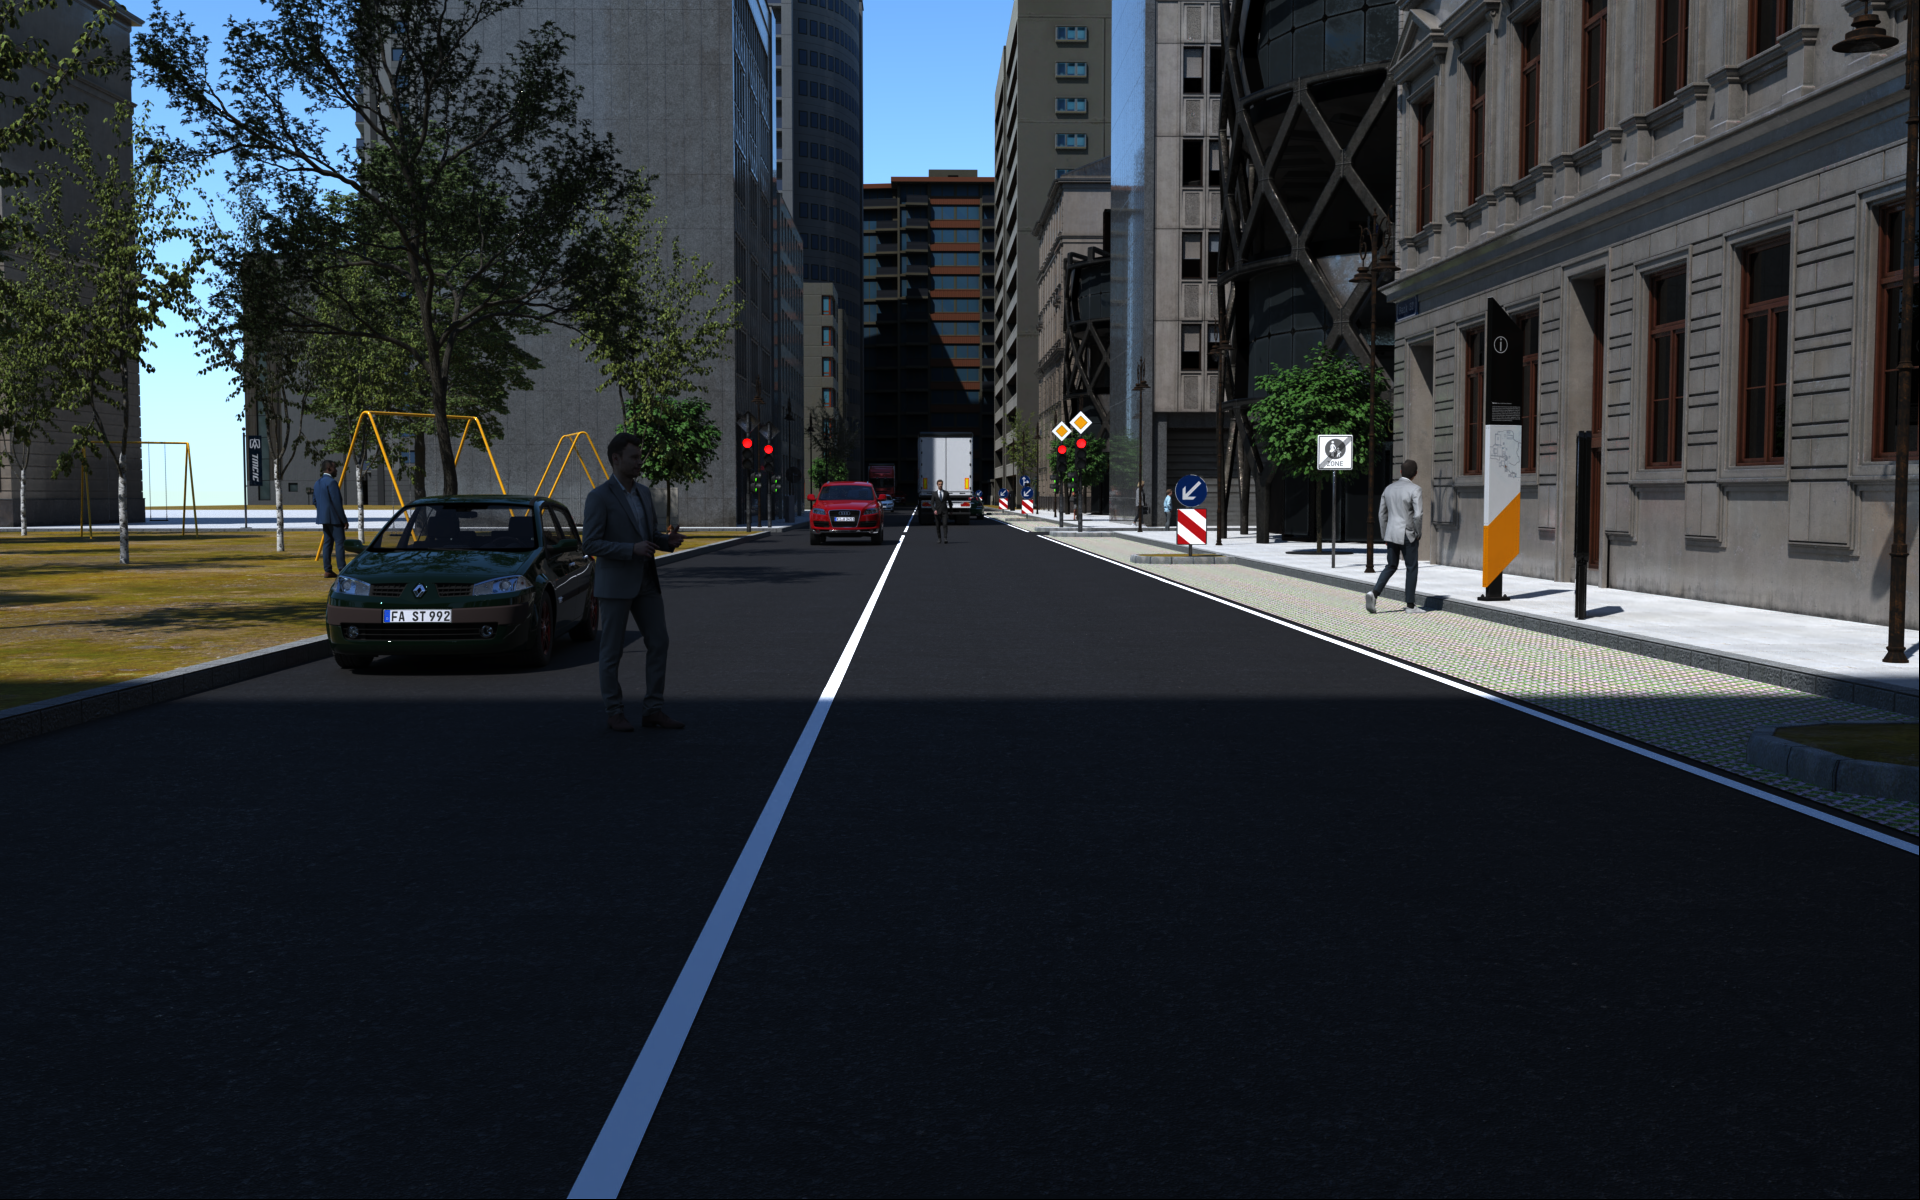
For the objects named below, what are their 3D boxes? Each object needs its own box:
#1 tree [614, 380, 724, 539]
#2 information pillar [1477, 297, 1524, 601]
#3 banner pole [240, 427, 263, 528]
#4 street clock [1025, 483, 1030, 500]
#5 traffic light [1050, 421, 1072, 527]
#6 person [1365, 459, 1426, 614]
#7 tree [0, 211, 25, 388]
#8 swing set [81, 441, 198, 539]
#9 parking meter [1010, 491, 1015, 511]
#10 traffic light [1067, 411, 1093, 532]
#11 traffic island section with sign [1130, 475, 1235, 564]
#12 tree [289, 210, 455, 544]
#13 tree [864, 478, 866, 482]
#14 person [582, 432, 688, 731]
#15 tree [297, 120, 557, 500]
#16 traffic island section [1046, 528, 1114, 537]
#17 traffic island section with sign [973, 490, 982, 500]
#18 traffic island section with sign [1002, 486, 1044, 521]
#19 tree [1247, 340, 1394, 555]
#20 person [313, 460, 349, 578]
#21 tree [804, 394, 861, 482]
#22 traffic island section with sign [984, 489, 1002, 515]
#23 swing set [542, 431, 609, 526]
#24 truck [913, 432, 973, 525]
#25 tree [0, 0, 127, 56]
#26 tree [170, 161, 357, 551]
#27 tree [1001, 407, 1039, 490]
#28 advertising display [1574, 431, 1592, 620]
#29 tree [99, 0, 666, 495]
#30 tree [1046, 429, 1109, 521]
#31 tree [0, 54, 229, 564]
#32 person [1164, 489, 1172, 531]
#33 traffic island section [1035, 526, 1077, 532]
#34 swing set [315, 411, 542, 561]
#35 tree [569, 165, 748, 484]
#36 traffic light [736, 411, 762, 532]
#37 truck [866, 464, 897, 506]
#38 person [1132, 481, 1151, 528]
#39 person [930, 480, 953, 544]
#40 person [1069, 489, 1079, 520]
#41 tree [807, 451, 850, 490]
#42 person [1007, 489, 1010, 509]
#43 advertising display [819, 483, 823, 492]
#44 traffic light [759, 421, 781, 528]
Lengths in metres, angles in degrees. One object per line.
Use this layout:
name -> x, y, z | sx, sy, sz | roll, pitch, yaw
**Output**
tree -> -8.409, -4.038, 49.740 | 4.285, 4.588, 4.351 | 0, 3, 0
information pillar -> 6.504, -1.799, 20.775 | 0.504, 3.616, 0.183 | -1, 4, -22
banner pole -> -26.626, -4.590, 65.071 | 0.863, 3.779, 0.401 | -1, 4, -9
street clock -> 4.497, -6.763, 115.149 | 0.358, 2.002, 0.471 | 1, 4, 17
traffic light -> 3.882, -4.748, 66.543 | 0.839, 4.253, 0.868 | 0, 4, -1
person -> 5.218, -0.750, 20.603 | 0.795, 1.843, 0.661 | -2, 4, -33
tree -> -27.784, -7.721, 44.363 | 7.486, 12.596, 7.792 | 0, 3, 0
swing set -> -24.389, -3.304, 51.642 | 3.119, 2.851, 2.862 | -2, 4, -32
parking meter -> 4.025, -7.593, 132.554 | 0.372, 1.533, 0.369 | 0, 3, 0
traffic light -> 4.054, -4.259, 58.560 | 0.839, 4.253, 0.868 | 0, 4, -1
traffic island section with sign -> 4.588, -1.677, 36.042 | 1.989, 1.847, 2.006 | 0, 4, -1
tree -> -15.320, -5.748, 44.350 | 4.737, 8.622, 4.395 | 0, 3, 0
tree -> -11.187, -12.628, 201.071 | 1.663, 3.219, 1.824 | 0, 3, 0
person -> -1.949, -0.109, 10.476 | 0.583, 1.804, 0.606 | 2, 4, 28
tree -> -16.159, -8.246, 52.941 | 7.486, 12.596, 7.792 | 0, 3, 0
traffic island section -> 4.094, -2.226, 58.674 | 2.009, 0.180, 2.903 | 0, 4, -1
traffic island section with sign -> 1.721, -9.804, 168.927 | 1.989, 1.847, 2.006 | 0, 4, -1
traffic island section with sign -> 3.391, -5.053, 91.251 | 1.989, 1.847, 2.006 | 0, 4, -1
tree -> 7.807, -3.270, 37.182 | 4.285, 4.588, 4.351 | 0, 3, 0
person -> -9.587, -1.237, 26.452 | 0.721, 1.800, 0.419 | 2, 4, 32
tree -> -9.304, -10.698, 125.266 | 4.360, 8.622, 3.978 | 0, 3, 0
traffic island section with sign -> 2.817, -6.716, 118.427 | 1.989, 1.847, 2.006 | 0, 4, -1
swing set -> -9.964, -2.883, 44.751 | 2.862, 2.851, 3.119 | -1, 4, -21
truck -> -0.823, -5.811, 83.922 | 2.839, 4.237, 11.283 | 0, 4, -2
tree -> -9.818, -3.950, 14.944 | 4.737, 8.622, 4.395 | 0, 3, 0
tree -> -15.197, -5.383, 38.377 | 4.360, 8.622, 3.978 | 0, 3, 0
tree -> 5.399, -11.914, 145.158 | 4.737, 8.622, 4.395 | 0, 3, 0
advertising display -> 6.480, -0.785, 18.045 | 0.123, 1.923, 0.974 | 1, 4, 18
tree -> -7.896, -5.594, 25.871 | 7.601, 10.594, 8.767 | 1, 4, 12
tree -> 5.744, -6.109, 83.592 | 4.285, 4.588, 4.351 | 0, 3, 0
tree -> -15.676, -4.976, 31.722 | 4.737, 8.622, 4.395 | 0, 3, 0
person -> 7.440, -3.144, 61.720 | 0.330, 1.601, 0.589 | 0, 4, 1
traffic island section -> 3.922, -2.714, 66.658 | 2.009, 0.180, 2.903 | 0, 4, -1
swing set -> -10.430, -2.221, 33.938 | 2.862, 2.851, 3.119 | 2, 4, 28
tree -> -7.210, -5.418, 38.944 | 4.737, 8.622, 4.395 | 0, 3, 0
traffic light -> -7.105, -4.244, 58.304 | 0.839, 4.253, 0.868 | 0, 4, -1
truck -> -7.297, -10.559, 161.545 | 2.839, 4.237, 11.283 | 0, 4, -2
person -> 6.893, -3.653, 65.954 | 0.728, 1.800, 0.709 | 2, 4, 31
person -> -0.524, -2.566, 50.236 | 0.659, 1.850, 0.755 | 0, 4, -3
person -> 5.807, -4.897, 86.473 | 0.716, 1.782, 0.532 | -1, 4, -22
tree -> -10.554, -9.544, 139.761 | 4.285, 4.588, 4.351 | 0, 3, 0
person -> 4.198, -8.731, 149.720 | 0.530, 1.710, 0.541 | 2, 4, 24
advertising display -> -7.994, -5.793, 99.930 | 0.123, 1.923, 0.974 | 0, 4, 3
traffic light -> -7.277, -4.732, 66.288 | 0.839, 4.253, 0.868 | 0, 4, -1
